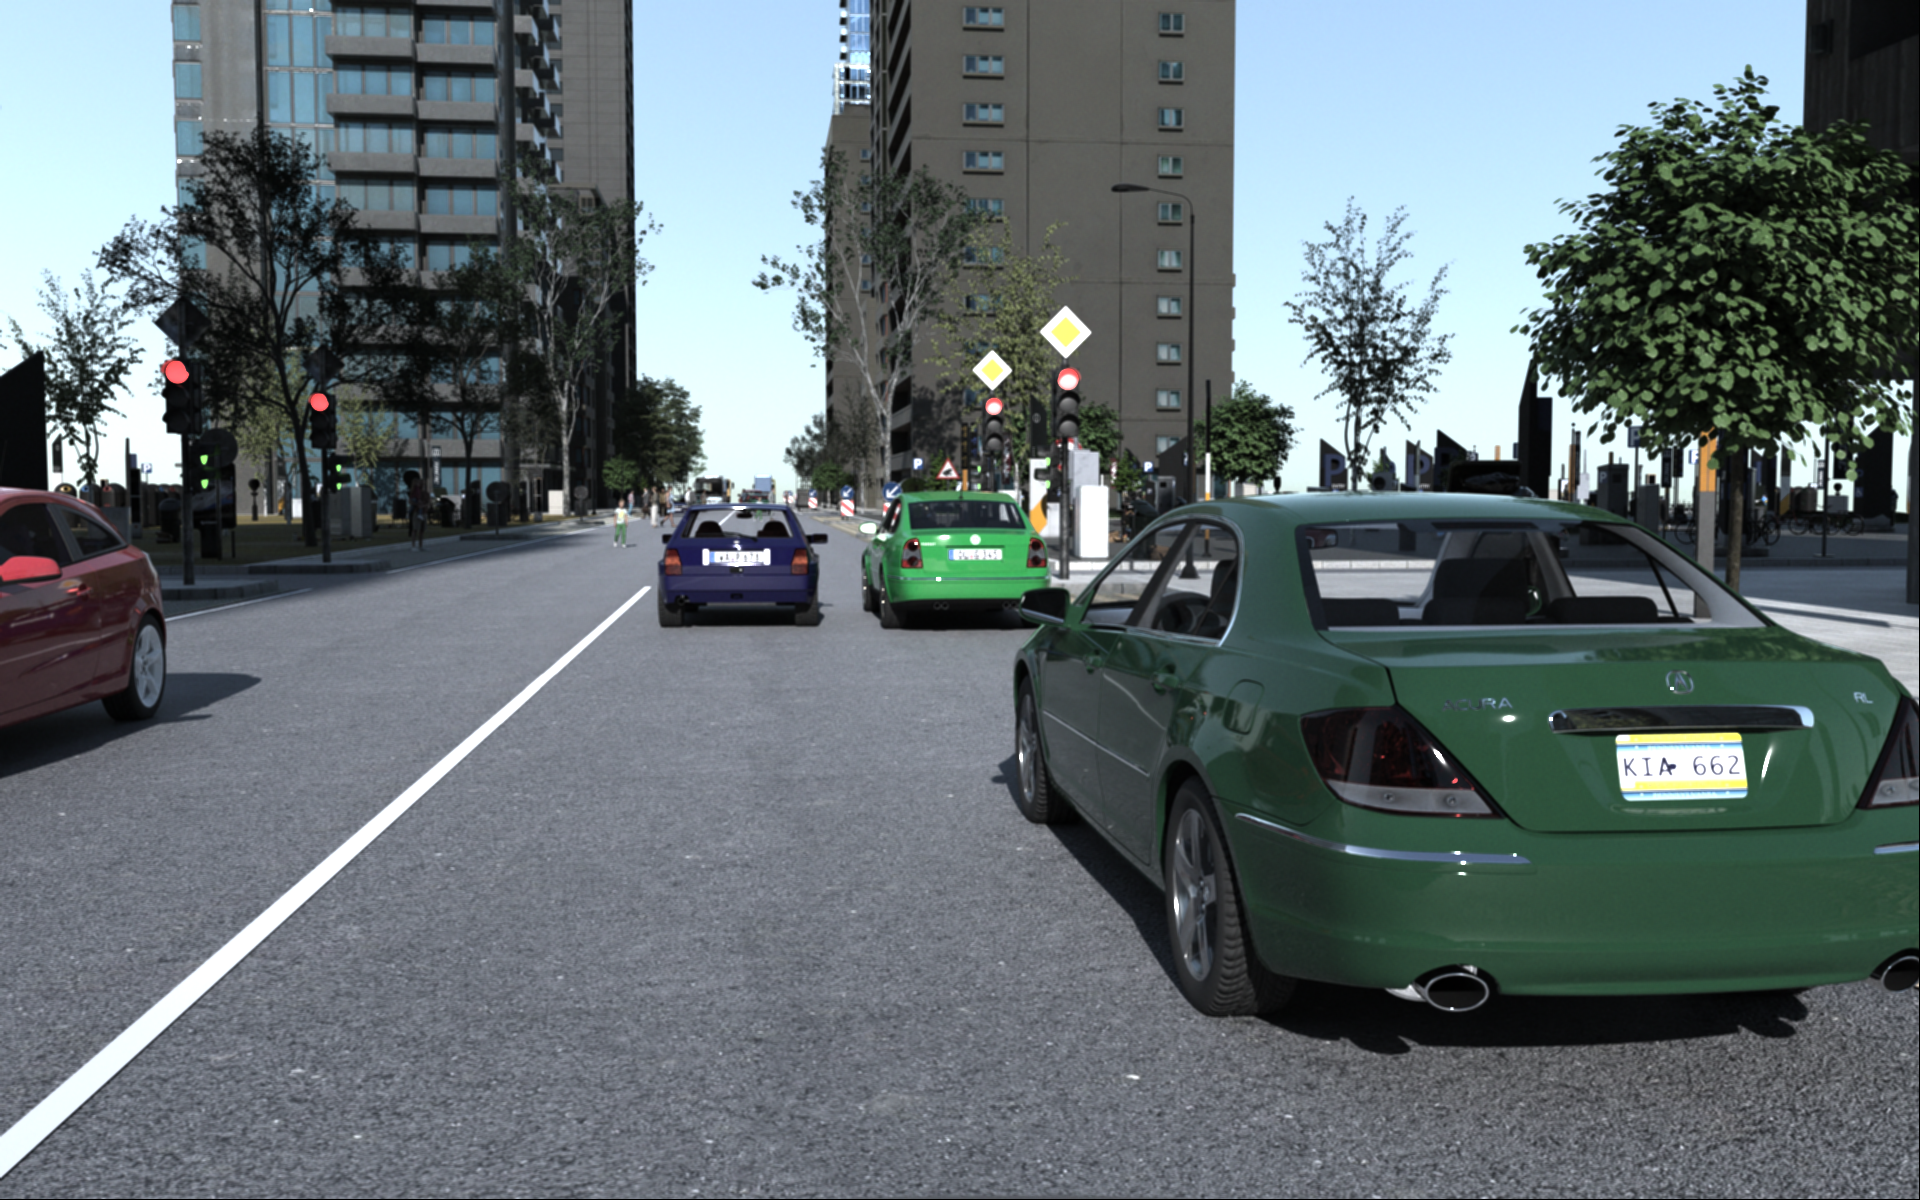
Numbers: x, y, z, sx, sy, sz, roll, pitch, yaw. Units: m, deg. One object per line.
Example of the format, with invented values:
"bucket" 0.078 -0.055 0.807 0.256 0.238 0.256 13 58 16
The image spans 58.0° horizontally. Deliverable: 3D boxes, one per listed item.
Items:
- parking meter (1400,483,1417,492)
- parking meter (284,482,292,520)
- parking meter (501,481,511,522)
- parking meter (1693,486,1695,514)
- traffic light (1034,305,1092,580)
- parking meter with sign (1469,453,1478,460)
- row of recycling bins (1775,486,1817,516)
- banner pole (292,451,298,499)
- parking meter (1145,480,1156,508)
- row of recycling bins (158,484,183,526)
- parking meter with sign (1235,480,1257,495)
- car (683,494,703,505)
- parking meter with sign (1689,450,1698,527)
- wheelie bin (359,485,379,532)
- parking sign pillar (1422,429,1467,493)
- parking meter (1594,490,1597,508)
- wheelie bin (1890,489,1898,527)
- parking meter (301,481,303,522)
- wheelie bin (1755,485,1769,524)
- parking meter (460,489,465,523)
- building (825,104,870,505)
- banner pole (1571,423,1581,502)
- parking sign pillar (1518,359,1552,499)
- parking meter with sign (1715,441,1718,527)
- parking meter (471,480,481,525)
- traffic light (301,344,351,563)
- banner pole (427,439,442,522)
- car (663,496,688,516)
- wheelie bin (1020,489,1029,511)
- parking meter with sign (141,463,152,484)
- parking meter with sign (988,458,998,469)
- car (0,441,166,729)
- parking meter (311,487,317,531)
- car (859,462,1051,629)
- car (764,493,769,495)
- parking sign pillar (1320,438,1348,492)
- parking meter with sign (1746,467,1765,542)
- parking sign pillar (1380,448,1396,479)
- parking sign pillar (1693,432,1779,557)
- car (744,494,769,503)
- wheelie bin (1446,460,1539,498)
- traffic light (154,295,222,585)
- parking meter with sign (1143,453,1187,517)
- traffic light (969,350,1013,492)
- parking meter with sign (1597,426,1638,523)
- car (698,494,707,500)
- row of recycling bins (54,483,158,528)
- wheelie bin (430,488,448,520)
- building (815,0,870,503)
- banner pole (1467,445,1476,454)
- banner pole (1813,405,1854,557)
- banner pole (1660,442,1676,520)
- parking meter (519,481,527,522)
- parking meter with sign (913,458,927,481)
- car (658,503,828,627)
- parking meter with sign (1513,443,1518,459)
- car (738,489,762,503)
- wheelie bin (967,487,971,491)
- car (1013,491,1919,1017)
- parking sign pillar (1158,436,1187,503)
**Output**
"parking meter" 10.172 -1.891 39.331 0.372 1.533 0.369 0 3 0
"parking meter" -32.972 -4.849 84.994 0.255 1.863 0.399 0 4 3
"parking meter" -20.541 -4.442 78.331 0.399 1.863 0.255 1 4 13
"parking meter" 46.001 -6.268 108.191 0.399 1.863 0.255 0 4 3
"traffic light" 1.550 -2.265 25.951 0.839 4.253 0.868 0 4 -7
"parking meter with sign" 20.987 -4.712 73.304 1.738 3.016 0.543 -1 4 -15
"row of recycling bins" 45.931 -5.412 95.596 1.069 1.692 3.534 -1 4 -11
"banner pole" -38.998 -6.824 101.588 0.401 3.779 0.863 -3 5 -43
"parking meter" 7.927 -4.059 72.081 0.399 1.863 0.255 1 4 18
"row of recycling bins" -32.309 -3.840 69.902 1.069 1.692 3.534 0 4 1
"parking meter with sign" 14.413 -5.500 86.178 1.738 3.016 0.543 -1 4 -22
"car" -22.075 -7.968 142.067 2.131 1.459 4.920 0 4 -6
"parking meter with sign" 29.024 -4.361 67.563 0.543 3.016 1.738 0 4 1
"wheelie bin" -20.044 -3.081 58.285 0.693 1.594 0.980 1 4 13
"parking sign pillar" 20.271 -5.091 71.716 1.447 3.967 1.447 3 5 45
"parking meter" 25.074 -3.640 67.918 0.372 1.533 0.369 0 3 0
"wheelie bin" 34.012 -3.410 63.668 0.980 1.594 0.693 -1 4 -19
"parking meter" -29.647 -4.459 78.613 0.255 1.863 0.399 2 4 24
"wheelie bin" 28.695 -3.339 62.497 0.693 1.594 0.980 -3 5 -42
"parking meter" -21.616 -4.110 75.609 0.372 1.533 0.369 0 3 0
"building" -5.432 -36.026 212.723 21.300 48.544 21.600 0 4 -7
"banner pole" 21.533 -4.320 60.642 0.401 3.779 0.863 0 4 -4
"parking sign pillar" 11.674 -2.862 35.258 1.447 3.967 1.447 1 4 9
"parking meter with sign" 25.831 -3.744 57.470 1.738 3.016 0.543 -1 4 -13
"parking meter" -20.375 -4.106 72.850 0.255 1.863 0.399 1 4 18
"traffic light" -11.866 -2.658 32.386 0.839 4.253 0.868 0 4 -7
"banner pole" -24.017 -5.445 79.044 0.401 3.779 0.863 3 5 41
"car" -18.448 -6.141 112.990 1.945 1.354 3.894 0 4 -8
"wheelie bin" 3.621 -5.616 99.737 0.693 1.594 0.980 -1 4 -17
"parking meter with sign" -46.871 -6.291 99.117 1.738 3.016 0.543 3 5 42
"parking meter with sign" 1.019 -5.229 81.757 0.543 3.016 1.738 3 5 43
"car" -5.863 -0.027 9.481 2.155 1.783 4.494 0 4 -7
"parking meter" -22.458 -3.147 59.870 0.372 1.533 0.369 0 3 0
"car" -0.133 -0.676 19.855 1.959 1.807 4.718 0 4 -7
"car" -24.020 -12.459 212.745 2.155 1.783 4.494 0 4 -7
"parking sign pillar" 18.133 -5.845 84.037 1.447 3.967 1.447 -1 4 -15
"parking meter with sign" 21.266 -3.093 46.823 0.543 3.016 1.738 2 4 33
"parking sign pillar" 25.287 -6.966 102.368 1.447 3.967 1.447 3 5 39
"parking sign pillar" 16.072 -2.906 35.983 1.447 3.967 1.447 1 4 18
"car" -13.769 -6.555 118.969 2.131 1.459 4.920 0 4 -8
"wheelie bin" 4.944 -0.508 16.221 0.980 1.594 0.693 0 4 5
"traffic light" -10.922 -2.173 24.457 0.839 4.253 0.868 0 4 -7
"parking meter with sign" 8.733 -4.712 73.304 1.738 3.016 0.543 2 4 27
"traffic light" 0.606 -2.750 33.880 0.839 4.253 0.868 0 4 -7
"parking meter with sign" 16.591 -2.925 44.092 1.738 3.016 0.543 -2 4 -24
"car" -22.648 -8.307 147.611 2.131 1.459 4.920 -1 4 -9
"row of recycling bins" -32.307 -3.552 65.182 3.534 1.692 1.069 0 4 2
"wheelie bin" -25.378 -4.676 84.369 0.980 1.594 0.693 -3 4 -36
"building" -9.527 -57.438 251.787 22.319 86.520 31.000 0 4 -7
"banner pole" 26.128 -6.032 88.645 0.863 3.779 0.401 -2 4 -25
"banner pole" 17.975 -2.783 35.525 0.863 3.779 0.401 -1 4 -13
"banner pole" 33.738 -5.644 82.299 0.863 3.779 0.401 1 4 13
"parking meter" -19.853 -4.466 78.730 0.255 1.863 0.399 0 4 0
"parking meter with sign" -1.700 -5.431 85.059 0.543 3.016 1.738 1 4 23
"car" -2.500 -0.455 20.025 1.945 1.354 3.894 0 4 -5
"parking meter with sign" 18.770 -3.777 58.016 0.543 3.016 1.738 1 4 19
"car" -17.557 -8.393 145.903 2.281 1.827 5.304 -1 4 -9
"wheelie bin" 0.568 -4.408 79.979 0.693 1.594 0.980 -1 4 -18
"car" 1.361 0.338 6.272 2.131 1.459 4.920 0 4 -7
"parking sign pillar" 9.841 -5.608 80.164 1.447 3.967 1.447 0 4 2
